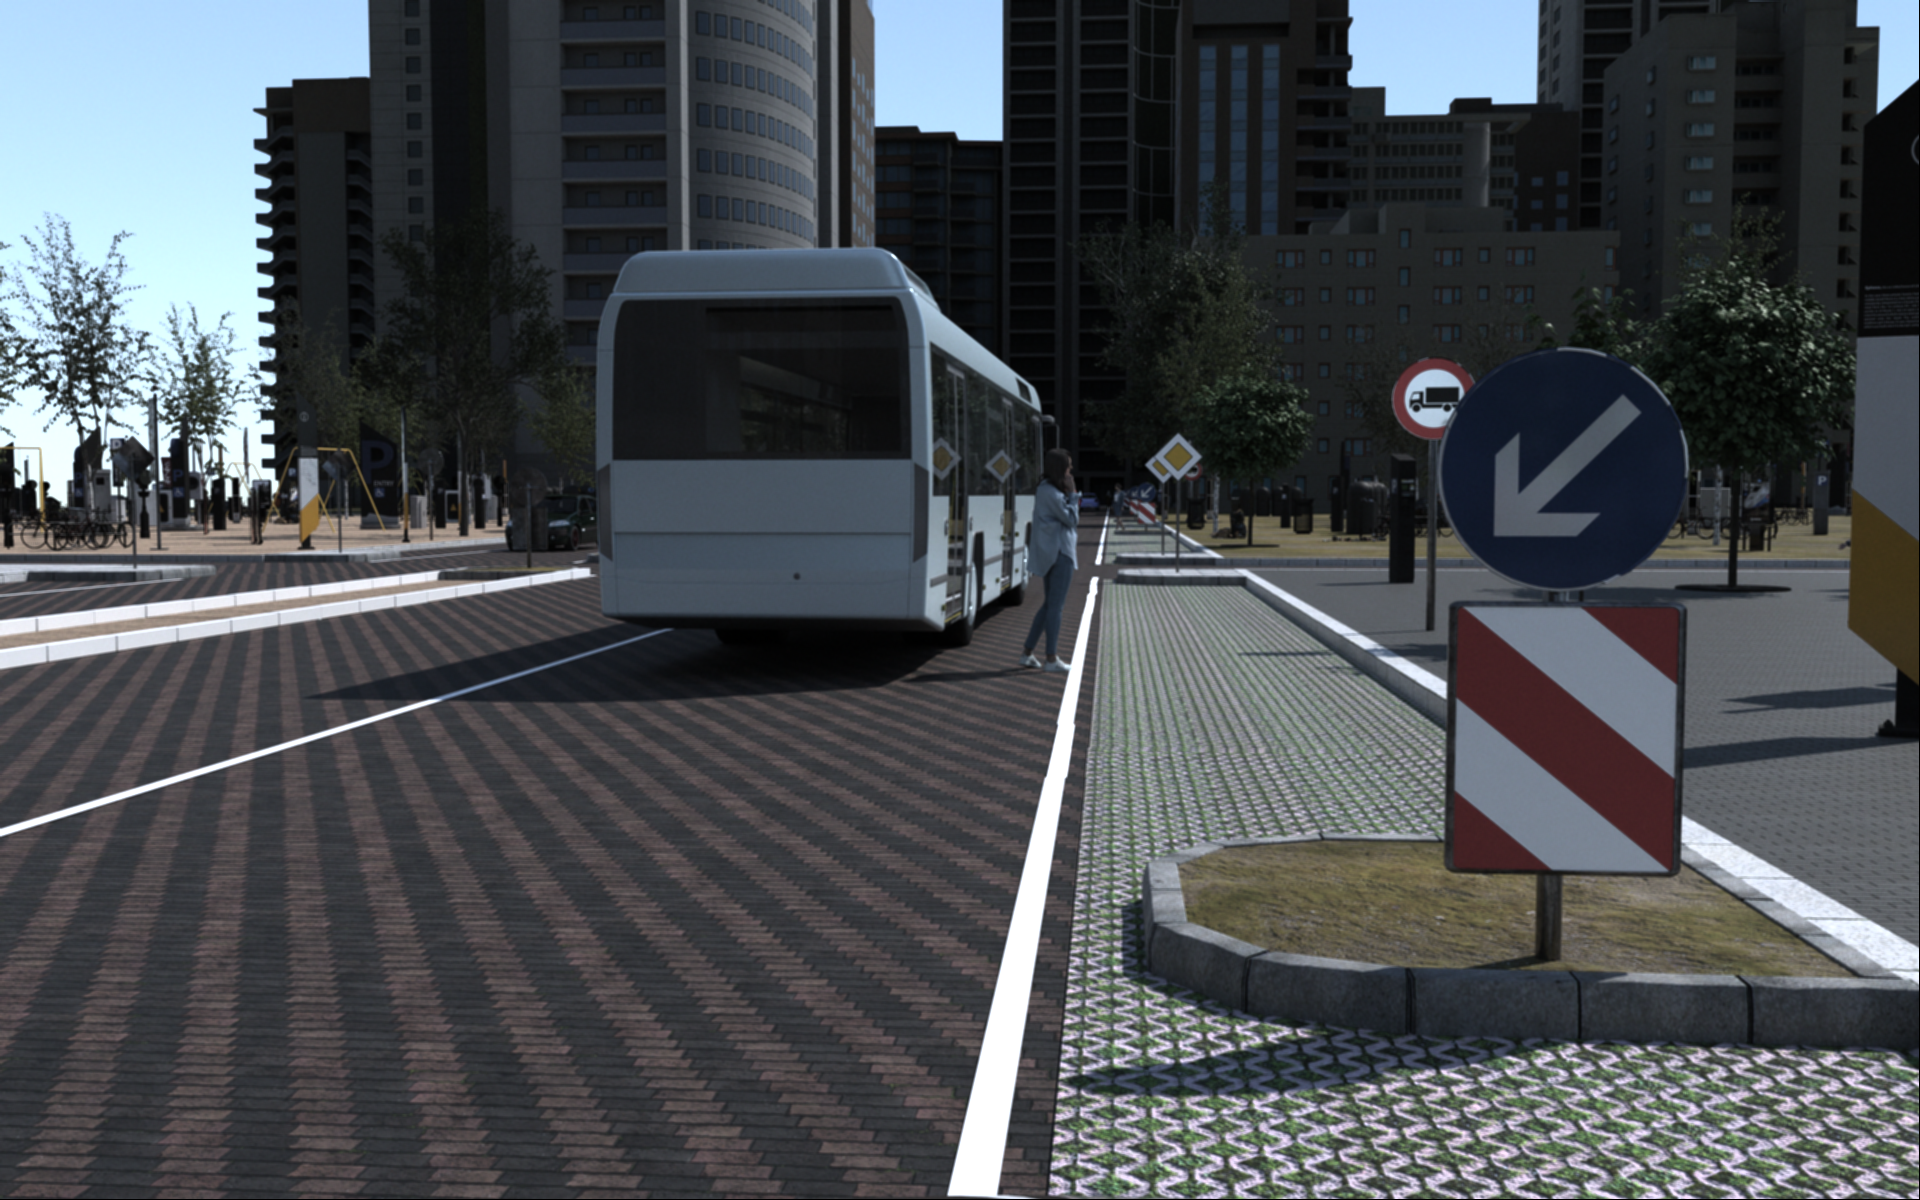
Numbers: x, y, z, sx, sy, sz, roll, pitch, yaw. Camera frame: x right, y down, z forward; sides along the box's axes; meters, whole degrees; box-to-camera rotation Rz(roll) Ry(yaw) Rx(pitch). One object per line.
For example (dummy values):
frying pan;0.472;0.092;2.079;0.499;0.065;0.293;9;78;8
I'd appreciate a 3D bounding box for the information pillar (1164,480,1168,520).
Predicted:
information pillar;10.337;-5.071;87.406;0.304;2.012;0.304;0;4;3

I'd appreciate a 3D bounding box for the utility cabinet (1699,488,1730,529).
utility cabinet;27.646;-3.356;63.556;1.173;1.500;0.318;3;5;42

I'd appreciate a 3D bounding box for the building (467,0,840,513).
building;-21.445;-35.783;127.048;21.231;58.520;28.212;0;4;5

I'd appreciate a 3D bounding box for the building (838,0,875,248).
building;-15.060;-30.461;148.141;14.600;45.320;14.200;0;4;5

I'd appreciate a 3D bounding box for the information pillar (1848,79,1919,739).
information pillar;4.981;-1.085;9.092;0.504;3.616;0.183;2;4;26

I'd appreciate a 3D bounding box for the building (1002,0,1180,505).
building;15.845;-46.913;205.287;20.611;71.187;20.563;0;4;5

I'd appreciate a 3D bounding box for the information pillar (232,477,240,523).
information pillar;-31.797;-4.378;76.069;0.304;2.012;0.304;-1;4;-21

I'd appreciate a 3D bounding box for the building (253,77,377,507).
building;-64.446;-32.655;184.027;14.200;45.320;14.600;0;4;5

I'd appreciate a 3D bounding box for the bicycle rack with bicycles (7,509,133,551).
bicycle rack with bicycles;-20.807;-1.676;40.786;2.852;0.926;2.925;2;4;30

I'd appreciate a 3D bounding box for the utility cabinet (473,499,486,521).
utility cabinet;-22.614;-4.455;81.520;0.318;1.500;1.173;-2;4;-29

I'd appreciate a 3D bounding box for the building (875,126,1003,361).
building;-8.714;-33.921;209.237;28.867;44.769;22.147;0;4;5

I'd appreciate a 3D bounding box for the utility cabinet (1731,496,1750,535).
utility cabinet;24.561;-2.639;54.303;1.020;1.237;0.306;-3;4;-37

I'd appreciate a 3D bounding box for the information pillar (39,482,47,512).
information pillar;-54.093;-5.976;102.191;0.304;2.012;0.304;-1;4;-15

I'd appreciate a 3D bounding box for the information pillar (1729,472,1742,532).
information pillar;25.701;-3.234;57.372;0.304;2.012;0.304;1;4;10

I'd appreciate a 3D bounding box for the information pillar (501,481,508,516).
information pillar;-26.588;-5.906;101.063;0.304;2.012;0.304;1;4;15

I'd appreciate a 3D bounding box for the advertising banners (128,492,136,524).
advertising banners;-34.818;-4.711;73.217;0.090;3.025;2.074;-1;4;-9

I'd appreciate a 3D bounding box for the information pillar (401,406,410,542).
information pillar;-14.708;-3.337;45.908;0.183;3.616;0.504;-1;4;-22

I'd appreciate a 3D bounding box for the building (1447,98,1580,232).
building;61.577;-33.564;198.884;14.200;45.320;14.600;0;4;5

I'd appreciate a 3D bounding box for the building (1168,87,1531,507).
building;36.684;-29.249;170.101;32.217;40.220;23.993;0;4;5

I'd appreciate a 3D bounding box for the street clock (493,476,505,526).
street clock;-18.235;-3.915;68.581;0.471;2.002;0.358;-1;4;-18

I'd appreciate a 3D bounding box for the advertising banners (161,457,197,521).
advertising banners;-36.547;-5.219;81.513;2.074;3.025;0.090;0;4;1

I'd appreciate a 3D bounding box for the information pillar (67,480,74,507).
information pillar;-46.782;-5.302;91.172;0.304;2.012;0.304;-3;5;-42

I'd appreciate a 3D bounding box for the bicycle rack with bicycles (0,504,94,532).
bicycle rack with bicycles;-34.296;-3.148;64.852;2.925;0.926;2.852;-1;4;-21

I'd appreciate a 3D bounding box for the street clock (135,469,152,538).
street clock;-23.732;-2.802;50.375;0.358;2.002;0.471;2;4;24

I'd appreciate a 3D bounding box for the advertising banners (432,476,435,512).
advertising banners;-32.665;-6.872;108.549;2.074;3.025;0.090;3;5;41

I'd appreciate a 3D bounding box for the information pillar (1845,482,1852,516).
information pillar;52.611;-5.992;102.468;0.304;2.012;0.304;-3;5;-43

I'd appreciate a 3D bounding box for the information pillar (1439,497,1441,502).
information pillar;23.997;-5.780;85.864;0.504;3.616;0.183;2;4;27

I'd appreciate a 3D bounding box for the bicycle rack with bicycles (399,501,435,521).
bicycle rack with bicycles;-25.973;-4.289;83.505;2.925;0.926;2.852;-2;4;-24

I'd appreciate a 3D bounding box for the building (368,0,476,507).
building;-46.664;-45.313;179.119;20.611;71.187;20.563;0;4;5

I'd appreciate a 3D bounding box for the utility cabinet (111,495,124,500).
utility cabinet;-51.093;-5.718;104.656;1.020;1.237;0.306;0;4;-1

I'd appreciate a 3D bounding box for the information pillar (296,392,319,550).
information pillar;-15.068;-2.975;40.001;0.183;3.616;0.504;2;4;35

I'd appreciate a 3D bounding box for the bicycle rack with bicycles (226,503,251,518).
bicycle rack with bicycles;-39.044;-4.956;94.419;2.925;0.926;2.852;-3;5;-41

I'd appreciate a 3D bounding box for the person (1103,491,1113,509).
person;13.847;-9.349;162.080;1.217;1.736;0.721;-3;4;-37

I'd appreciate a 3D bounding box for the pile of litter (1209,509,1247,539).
pile of litter;7.797;-2.220;50.269;1.176;0.858;1.719;2;4;28

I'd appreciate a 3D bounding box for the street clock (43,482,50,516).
street clock;-53.306;-5.895;100.957;0.471;2.002;0.358;0;4;8

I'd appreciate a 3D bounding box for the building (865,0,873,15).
building;-21.131;-52.706;174.415;31.000;86.520;22.319;0;4;5

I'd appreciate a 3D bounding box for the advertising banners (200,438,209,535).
advertising banners;-23.822;-3.572;54.592;0.090;3.025;2.074;-1;4;-19

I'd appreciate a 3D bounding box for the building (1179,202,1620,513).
building;30.712;-17.392;129.399;27.650;21.520;28.899;0;4;5

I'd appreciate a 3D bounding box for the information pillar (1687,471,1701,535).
information pillar;23.000;-3.045;54.283;0.304;2.012;0.304;2;4;35

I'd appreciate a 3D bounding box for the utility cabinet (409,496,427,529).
utility cabinet;-20.191;-3.268;64.600;0.306;1.237;1.020;0;4;2

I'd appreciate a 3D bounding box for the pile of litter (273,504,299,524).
pile of litter;-28.910;-3.682;74.171;1.176;0.858;1.719;0;4;6

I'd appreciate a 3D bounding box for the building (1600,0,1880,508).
building;76.042;-33.332;168.674;21.600;48.544;21.300;0;4;5

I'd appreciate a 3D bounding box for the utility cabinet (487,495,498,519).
utility cabinet;-23.830;-4.697;87.951;0.306;1.237;1.020;-3;5;-42

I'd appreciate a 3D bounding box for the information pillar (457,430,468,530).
information pillar;-17.787;-4.317;61.934;0.504;3.616;0.183;3;4;39

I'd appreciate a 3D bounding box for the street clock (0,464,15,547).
street clock;-23.128;-2.293;42.064;0.358;2.002;0.471;-1;4;-21

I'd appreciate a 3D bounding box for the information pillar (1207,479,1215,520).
information pillar;12.616;-5.047;87.017;0.304;2.012;0.304;-3;4;-36

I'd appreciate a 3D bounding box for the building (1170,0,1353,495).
building;25.914;-30.659;151.388;14.600;45.320;14.200;0;4;5

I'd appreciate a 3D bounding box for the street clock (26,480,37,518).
street clock;-47.192;-5.108;88.083;0.471;2.002;0.358;-3;5;-44

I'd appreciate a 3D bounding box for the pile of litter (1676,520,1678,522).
pile of litter;32.476;-3.944;78.457;1.176;0.858;1.719;-1;4;-14

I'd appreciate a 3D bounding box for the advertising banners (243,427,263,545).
advertising banners;-18.197;-2.958;44.550;0.090;3.025;2.074;-2;4;-32

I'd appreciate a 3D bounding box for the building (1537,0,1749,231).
building;79.199;-46.579;199.816;20.611;71.187;20.563;0;4;5
